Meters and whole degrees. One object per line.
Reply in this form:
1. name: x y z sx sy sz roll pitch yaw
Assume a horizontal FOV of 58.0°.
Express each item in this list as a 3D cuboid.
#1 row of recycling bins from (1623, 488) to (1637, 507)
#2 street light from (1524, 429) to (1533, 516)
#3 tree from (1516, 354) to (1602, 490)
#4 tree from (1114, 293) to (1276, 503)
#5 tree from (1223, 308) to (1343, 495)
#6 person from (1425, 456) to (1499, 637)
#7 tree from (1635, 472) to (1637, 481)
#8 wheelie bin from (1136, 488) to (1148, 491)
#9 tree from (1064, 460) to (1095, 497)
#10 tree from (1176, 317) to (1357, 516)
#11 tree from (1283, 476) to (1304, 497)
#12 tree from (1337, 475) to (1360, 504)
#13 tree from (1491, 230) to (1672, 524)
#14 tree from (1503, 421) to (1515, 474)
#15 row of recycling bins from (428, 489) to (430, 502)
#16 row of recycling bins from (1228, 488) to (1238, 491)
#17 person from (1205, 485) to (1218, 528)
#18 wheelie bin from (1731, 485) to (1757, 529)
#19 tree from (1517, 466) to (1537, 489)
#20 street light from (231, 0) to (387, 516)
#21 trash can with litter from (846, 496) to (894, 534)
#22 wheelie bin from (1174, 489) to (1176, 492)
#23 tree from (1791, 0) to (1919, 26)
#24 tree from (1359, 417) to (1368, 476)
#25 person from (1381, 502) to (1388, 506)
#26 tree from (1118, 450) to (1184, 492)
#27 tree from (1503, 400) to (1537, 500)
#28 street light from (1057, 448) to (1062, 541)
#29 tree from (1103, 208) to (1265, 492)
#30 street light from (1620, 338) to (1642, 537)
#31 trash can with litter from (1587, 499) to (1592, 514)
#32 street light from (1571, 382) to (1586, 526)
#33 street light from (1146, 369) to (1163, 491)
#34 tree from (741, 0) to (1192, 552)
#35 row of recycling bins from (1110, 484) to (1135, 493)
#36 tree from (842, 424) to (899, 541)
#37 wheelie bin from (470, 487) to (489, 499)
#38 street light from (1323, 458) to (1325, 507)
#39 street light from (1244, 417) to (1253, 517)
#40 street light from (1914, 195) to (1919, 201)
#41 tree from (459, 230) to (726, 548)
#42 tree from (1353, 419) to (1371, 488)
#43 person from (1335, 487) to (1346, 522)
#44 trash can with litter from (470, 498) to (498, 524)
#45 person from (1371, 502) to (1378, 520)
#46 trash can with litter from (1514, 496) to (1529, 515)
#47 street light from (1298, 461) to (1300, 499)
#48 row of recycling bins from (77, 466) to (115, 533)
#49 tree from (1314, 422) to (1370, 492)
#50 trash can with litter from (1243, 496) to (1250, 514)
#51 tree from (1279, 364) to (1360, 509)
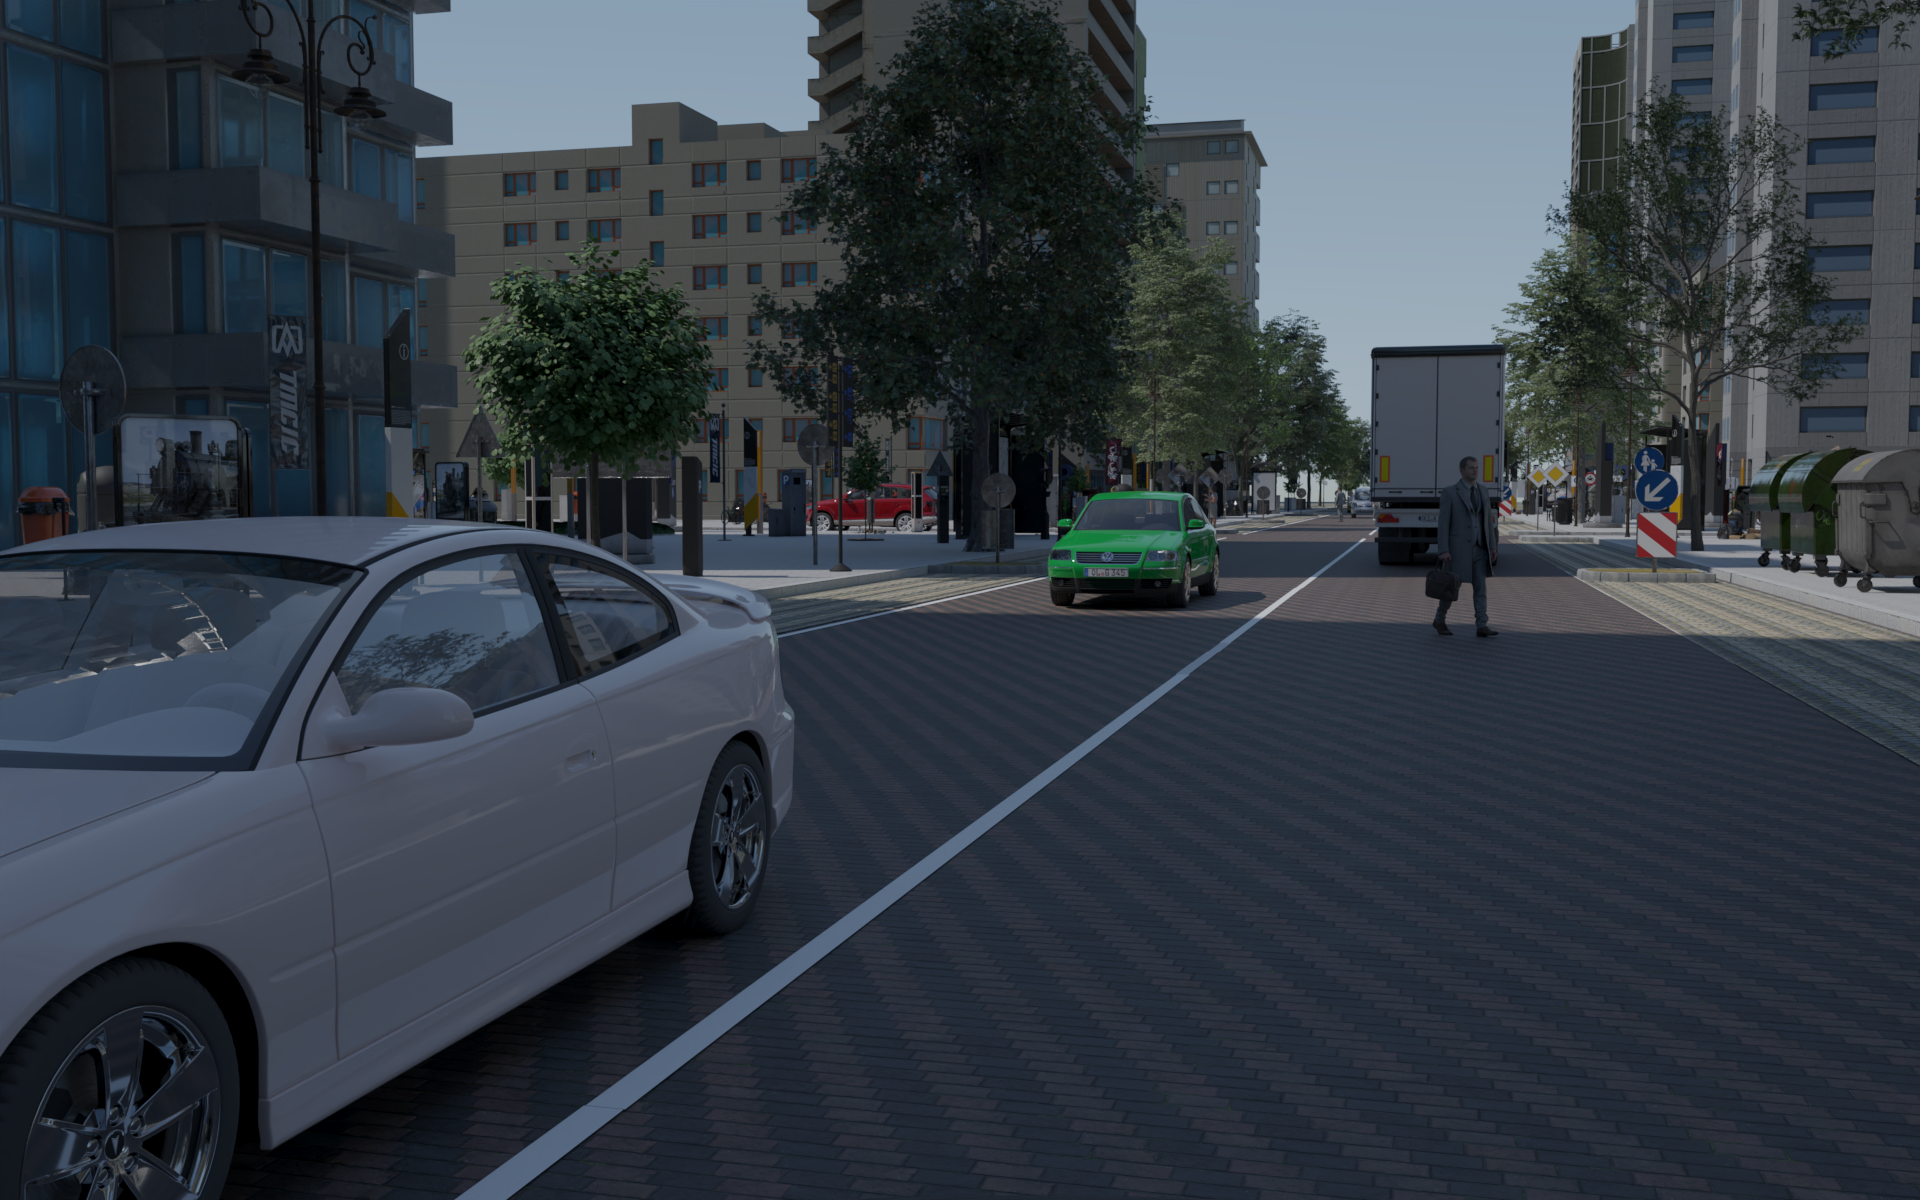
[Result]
1. row of recycling bins: 43.007 -6.362 111.135 1.069 1.692 3.534 2 4 23
2. street light: 32.940 -7.807 100.430 0.468 5.910 1.993 1 4 15
3. tree: 30.318 -8.385 87.465 4.360 8.622 3.978 0 3 0
4. tree: 10.654 -8.854 79.173 8.767 10.594 7.601 2 4 27
5. tree: 21.776 -13.073 120.403 9.857 13.997 8.962 0 3 0
6. person: 5.102 -0.541 17.442 0.694 1.812 0.767 -1 4 -19
7. tree: 49.509 -8.156 127.957 1.663 3.219 1.824 0 3 0
8. wheelie bin: 9.964 -5.343 95.262 0.980 1.594 0.693 1 4 17
9. tree: 6.709 -6.168 95.444 1.663 3.219 1.824 0 3 0
10. tree: 16.644 -10.842 103.016 9.928 11.665 9.643 0 3 0
11. tree: 27.270 -9.064 142.798 1.663 3.219 1.824 0 3 0
12. tree: 52.260 -15.258 233.176 4.285 4.588 4.351 0 3 0
13. tree: 26.515 -9.587 74.870 7.486 12.596 7.792 0 3 0
14. tree: 47.445 -12.261 150.828 4.360 8.622 3.978 0 3 0
15. row of recycling bins: -43.178 -8.404 144.525 1.069 1.692 3.534 3 4 39
16. row of recycling bins: 18.605 -7.020 121.889 1.069 1.692 3.534 -1 4 -17
17. person: 9.742 -3.580 67.393 0.532 1.782 0.716 0 4 1
18. wheelie bin: 28.556 -3.362 62.878 0.980 1.594 0.693 0 4 -3
19. tree: 39.396 -7.732 121.019 1.663 3.219 1.824 0 3 0
20. street light: -5.743 -2.611 15.479 0.468 5.910 1.993 1 4 15
21. trash can with litter: -2.943 -2.773 56.398 1.678 1.210 2.233 -1 4 -12
22. wheelie bin: 14.038 -6.529 114.652 0.980 1.594 0.693 -3 5 -45
23. tree: 9.123 -4.652 10.470 7.601 10.594 8.767 -3 5 -45
24. tree: 49.368 -18.798 225.468 7.486 12.596 7.792 0 3 0
25. person: 32.176 -7.482 130.842 0.660 1.820 0.620 -2 4 -26
26. tree: 13.108 -8.703 126.008 4.285 4.588 4.351 0 3 0
27. tree: 42.994 -11.334 135.676 4.737 8.622 4.395 0 3 0
28. street light: 2.701 -4.527 46.809 0.468 5.910 1.993 1 4 15
29. tree: 8.290 -9.268 69.654 7.486 12.596 7.792 0 3 0
30. street light: 19.870 -4.807 51.380 0.468 5.910 1.993 1 4 15
31. trash can with litter: 40.327 -6.096 111.057 1.055 1.170 0.624 2 4 27
32. street light: 24.396 -5.850 68.433 0.468 5.910 1.993 1 4 15
33. street light: 7.177 -5.571 63.876 0.468 5.910 1.993 1 4 15
34. tree: 0.446 -7.420 38.325 9.611 12.733 9.660 0 3 0
35. row of recycling bins: 6.636 -3.874 70.445 1.069 1.692 3.534 0 4 3
36. tree: -2.482 -3.250 47.739 1.663 3.219 1.824 0 3 0
37. wheelie bin: -22.559 -4.492 81.357 0.693 1.594 0.980 1 4 14
38. street light: 35.894 -12.112 170.813 0.468 5.910 1.993 1 4 15
39. street light: 15.949 -7.544 96.131 0.468 5.910 1.993 1 4 15
40. street light: 11.441 -2.890 20.047 0.468 5.910 1.993 1 4 15
41. tree: -4.599 -2.331 21.818 4.285 4.588 4.351 0 3 0
42. tree: 66.822 -23.455 290.146 9.857 13.997 8.962 0 3 0
43. person: 19.602 -4.936 89.309 0.635 1.810 0.391 -3 5 -41
44. trash can with litter: -11.654 -1.940 43.114 0.624 1.170 1.055 -3 4 -39
45. person: 22.578 -5.076 94.081 0.523 1.515 0.503 1 4 12
46. trash can with litter: 35.242 -5.930 108.345 1.055 1.170 0.624 0 4 1
47. street light: 27.062 -10.113 138.136 0.468 5.910 1.993 1 4 15
48. row of recycling bins: -12.767 -1.203 26.787 1.069 1.692 3.534 -1 4 -13
49. tree: 46.273 -16.913 210.947 7.601 10.594 8.767 -2 4 -35
50. trash can with litter: 18.378 -6.175 112.347 0.624 1.170 1.055 2 4 29
51. tree: 30.043 -14.240 150.947 7.486 12.596 7.792 0 3 0
